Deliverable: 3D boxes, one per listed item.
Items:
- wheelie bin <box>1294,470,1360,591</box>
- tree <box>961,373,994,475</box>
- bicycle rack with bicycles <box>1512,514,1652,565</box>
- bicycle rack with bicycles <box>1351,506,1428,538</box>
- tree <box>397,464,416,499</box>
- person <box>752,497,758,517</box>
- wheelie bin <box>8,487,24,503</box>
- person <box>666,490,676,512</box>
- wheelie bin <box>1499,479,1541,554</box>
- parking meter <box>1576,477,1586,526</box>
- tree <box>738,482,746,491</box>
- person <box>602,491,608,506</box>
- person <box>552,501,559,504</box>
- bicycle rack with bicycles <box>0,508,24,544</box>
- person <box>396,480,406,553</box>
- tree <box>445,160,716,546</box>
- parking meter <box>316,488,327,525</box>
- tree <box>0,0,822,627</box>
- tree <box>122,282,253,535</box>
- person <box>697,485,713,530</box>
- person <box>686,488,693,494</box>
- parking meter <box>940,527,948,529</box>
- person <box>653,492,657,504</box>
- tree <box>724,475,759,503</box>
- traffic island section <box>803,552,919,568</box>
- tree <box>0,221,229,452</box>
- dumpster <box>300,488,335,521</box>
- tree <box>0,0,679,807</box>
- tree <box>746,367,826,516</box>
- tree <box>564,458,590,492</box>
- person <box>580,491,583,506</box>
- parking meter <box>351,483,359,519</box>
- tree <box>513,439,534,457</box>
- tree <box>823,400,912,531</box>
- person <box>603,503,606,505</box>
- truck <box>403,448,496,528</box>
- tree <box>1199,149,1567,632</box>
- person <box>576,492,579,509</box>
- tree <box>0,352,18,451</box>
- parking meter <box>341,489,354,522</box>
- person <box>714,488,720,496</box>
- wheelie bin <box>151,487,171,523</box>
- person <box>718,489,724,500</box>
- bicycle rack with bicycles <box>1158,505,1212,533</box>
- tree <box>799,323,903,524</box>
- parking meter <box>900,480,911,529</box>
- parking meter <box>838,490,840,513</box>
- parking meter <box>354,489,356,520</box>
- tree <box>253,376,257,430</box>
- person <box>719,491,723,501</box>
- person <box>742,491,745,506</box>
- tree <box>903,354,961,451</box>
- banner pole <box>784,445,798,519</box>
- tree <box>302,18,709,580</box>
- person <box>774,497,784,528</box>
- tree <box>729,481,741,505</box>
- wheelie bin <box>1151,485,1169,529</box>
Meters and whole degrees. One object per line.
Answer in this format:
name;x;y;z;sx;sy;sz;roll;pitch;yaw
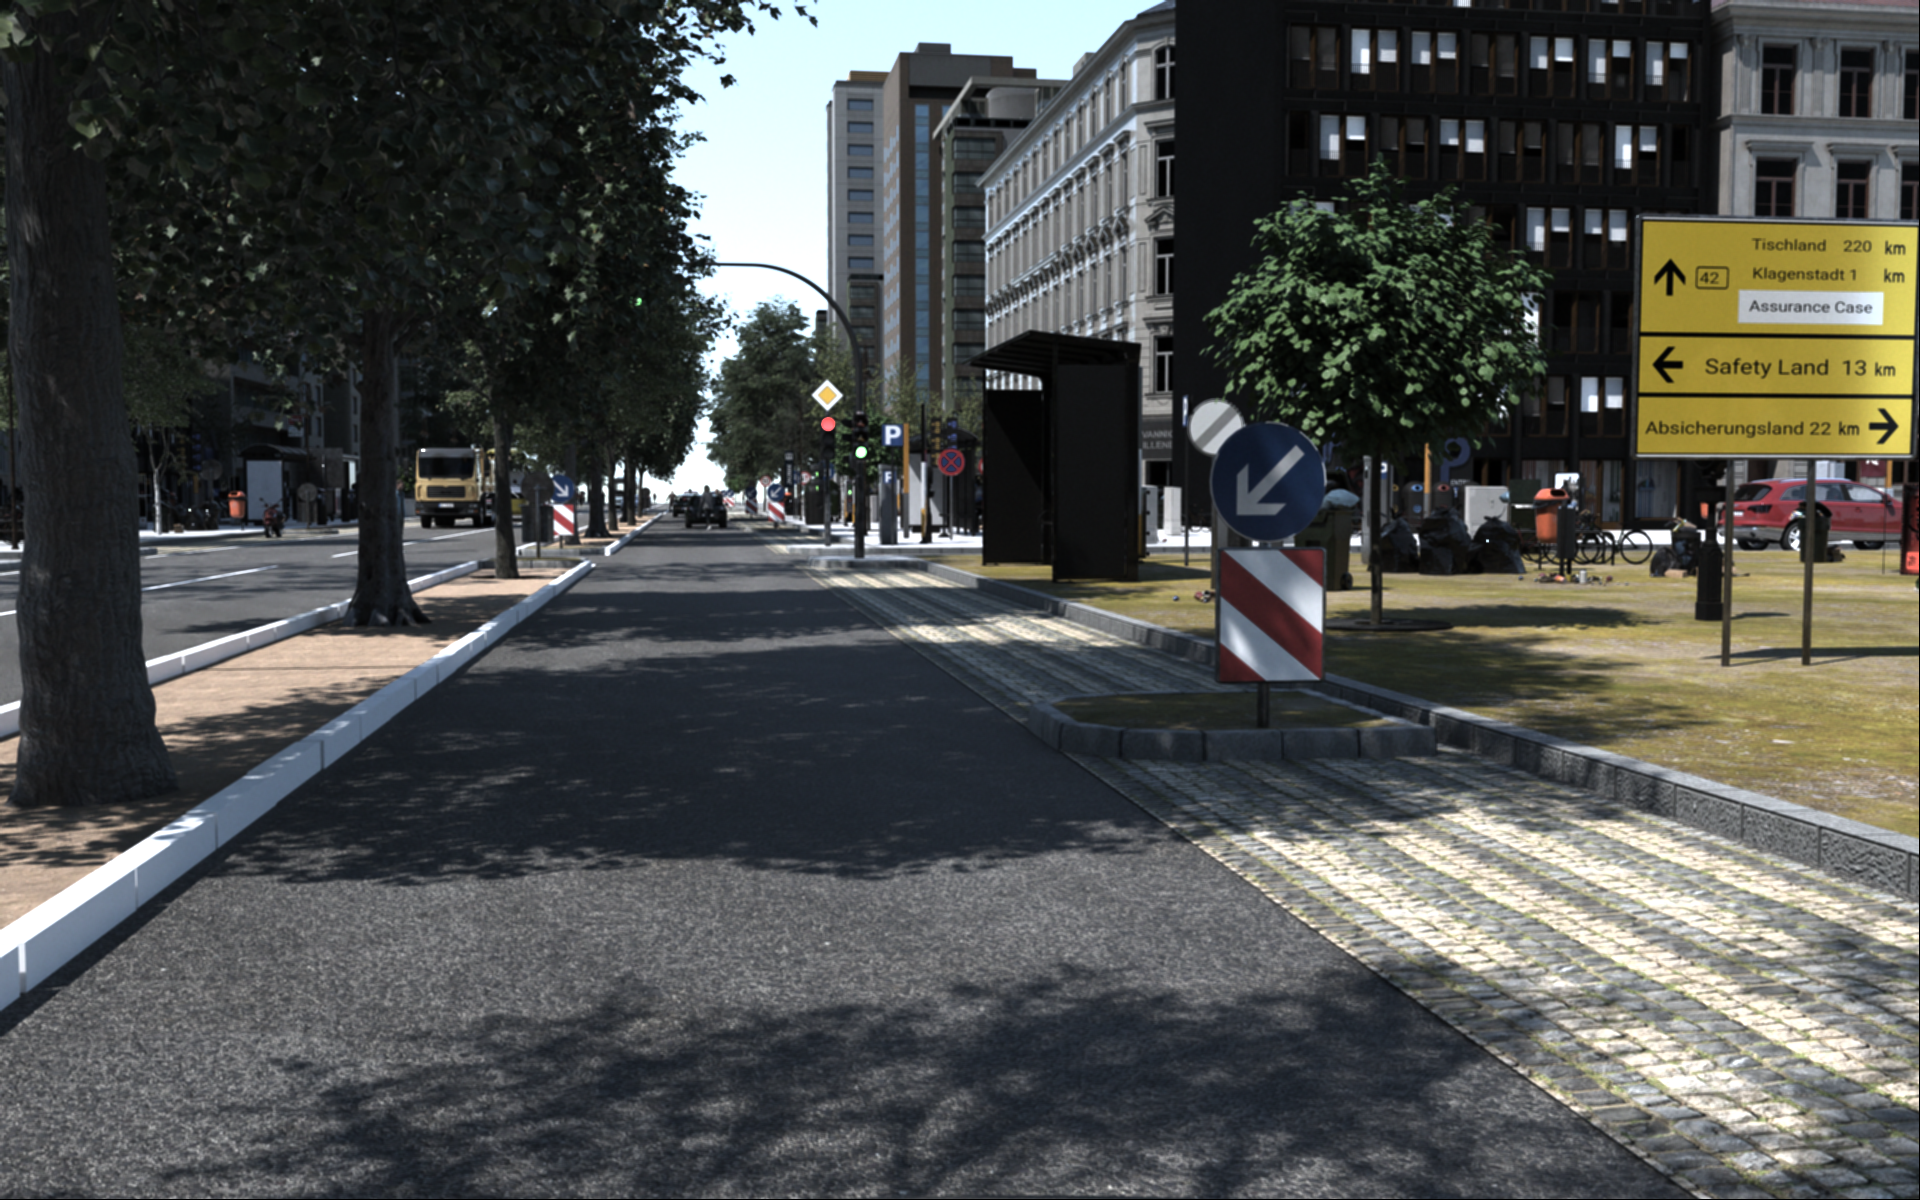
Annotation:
wheelie bin;4.838;-0.924;23.015;0.980;1.594;0.693;3;4;37
tree;0.554;-9.422;104.414;4.737;8.622;4.395;0;3;0
bicycle rack with bicycles;11.257;-1.143;32.067;2.925;0.926;2.852;1;4;16
bicycle rack with bicycles;12.260;-2.294;50.882;2.925;0.926;2.852;3;5;43
tree;-31.024;-6.293;97.496;1.663;3.219;1.824;0;3;0
person;-12.984;-6.124;109.631;0.522;1.701;0.512;-1;4;-12
wheelie bin;-40.337;-4.053;74.178;0.693;1.594;0.980;-1;4;-19
person;-22.605;-7.761;135.940;0.990;1.755;0.434;-1;4;-15
wheelie bin;12.028;-1.780;37.014;0.980;1.594;0.693;1;4;15
parking meter;21.171;-3.277;59.291;0.399;1.863;0.255;0;4;5
tree;-21.581;-14.105;180.975;4.360;8.622;3.978;0;3;0
person;-43.344;-12.364;210.670;0.705;1.822;1.348;2;4;34
person;-34.971;-8.504;150.767;0.991;1.433;0.599;-1;4;-13
bicycle rack with bicycles;-24.849;-1.910;44.605;2.925;0.926;2.852;-1;4;-14
person;-13.692;-2.035;42.115;0.444;1.785;0.601;2;4;24
tree;-10.608;-7.751;47.307;7.486;12.596;7.792;0;3;0
parking meter;-26.252;-3.842;71.222;0.372;1.533;0.369;0;3;0
tree;-6.318;-6.058;18.507;9.611;12.733;9.660;0;3;0
tree;-25.239;-6.341;54.037;4.360;8.622;3.978;0;3;0
person;-10.112;-3.682;68.887;0.709;1.800;0.728;-2;4;-33
person;-17.622;-6.381;113.031;0.606;1.804;0.583;0;4;-8
parking meter;-0.614;-3.596;64.498;0.399;1.863;0.255;-3;5;-41
person;-43.658;-14.601;247.759;0.617;1.759;0.750;-1;4;-21
tree;-24.799;-13.336;201.762;4.285;4.588;4.351;0;3;0
traffic island section;-1.998;-0.757;34.660;2.009;0.180;2.903;-1;4;-9
tree;-23.719;-7.868;46.774;7.486;12.596;7.792;0;3;0
dumpster;-29.863;-4.570;80.476;1.264;1.857;1.865;-1;4;-9
tree;-4.060;-6.028;7.668;9.857;13.997;8.962;0;3;0
tree;-9.280;-9.155;100.041;4.360;8.622;3.978;0;3;0
tree;-52.921;-17.657;239.053;4.737;8.622;4.395;0;3;0
person;-46.041;-12.366;210.643;0.705;1.831;1.348;-2;4;-25
parking meter;-31.481;-5.168;90.211;0.399;1.863;0.255;3;5;39
tree;-39.737;-12.343;152.167;4.737;8.622;4.395;0;3;0
tree;-3.094;-4.690;60.397;4.285;4.588;4.351;0;3;0
person;-47.609;-13.639;231.513;0.705;1.822;1.348;2;4;35
truck;-21.819;-4.849;75.201;3.469;3.379;9.791;-1;4;-10
tree;4.032;-2.021;16.765;4.285;4.588;4.351;0;3;0
person;-36.875;-9.561;166.284;0.415;1.643;0.593;3;5;42
tree;-35.545;-6.837;62.153;4.737;8.622;4.395;0;3;0
parking meter;-28.123;-4.333;79.257;0.372;1.533;0.369;0;3;0
person;-14.317;-5.677;101.740;0.576;1.772;0.534;0;4;-7
wheelie bin;-33.923;-4.016;73.577;0.693;1.594;0.980;-1;4;-14
person;-22.293;-9.249;159.359;1.348;1.869;0.705;-3;5;-40
bicycle rack with bicycles;7.664;-2.735;58.095;2.852;0.926;2.925;-2;4;-32
tree;-4.960;-7.567;74.079;4.737;8.622;4.395;0;3;0
parking meter;-2.021;-3.579;64.231;0.399;1.863;0.255;3;5;39
parking meter;-7.451;-5.917;105.158;0.372;1.533;0.369;0;3;0
parking meter;-30.241;-4.748;86.048;0.372;1.533;0.369;0;3;0
tree;-36.890;-8.288;85.870;4.360;8.622;3.978;0;3;0
person;-19.813;-8.207;143.600;0.530;1.710;0.541;1;4;18
person;-24.512;-11.450;195.726;0.705;1.822;1.348;0;4;-6
tree;-2.596;-8.558;90.279;4.737;8.622;4.395;0;3;0
banner pole;-8.513;-5.989;87.943;0.863;3.779;0.401;-1;4;-13
tree;-7.759;-6.159;28.909;9.928;11.665;9.643;0;3;0
person;-7.684;-3.965;73.514;0.466;1.800;0.511;0;4;2
tree;-26.435;-12.928;205.974;1.663;3.219;1.824;0;3;0
wheelie bin;7.281;-3.366;62.934;0.980;1.594;0.693;0;4;6
